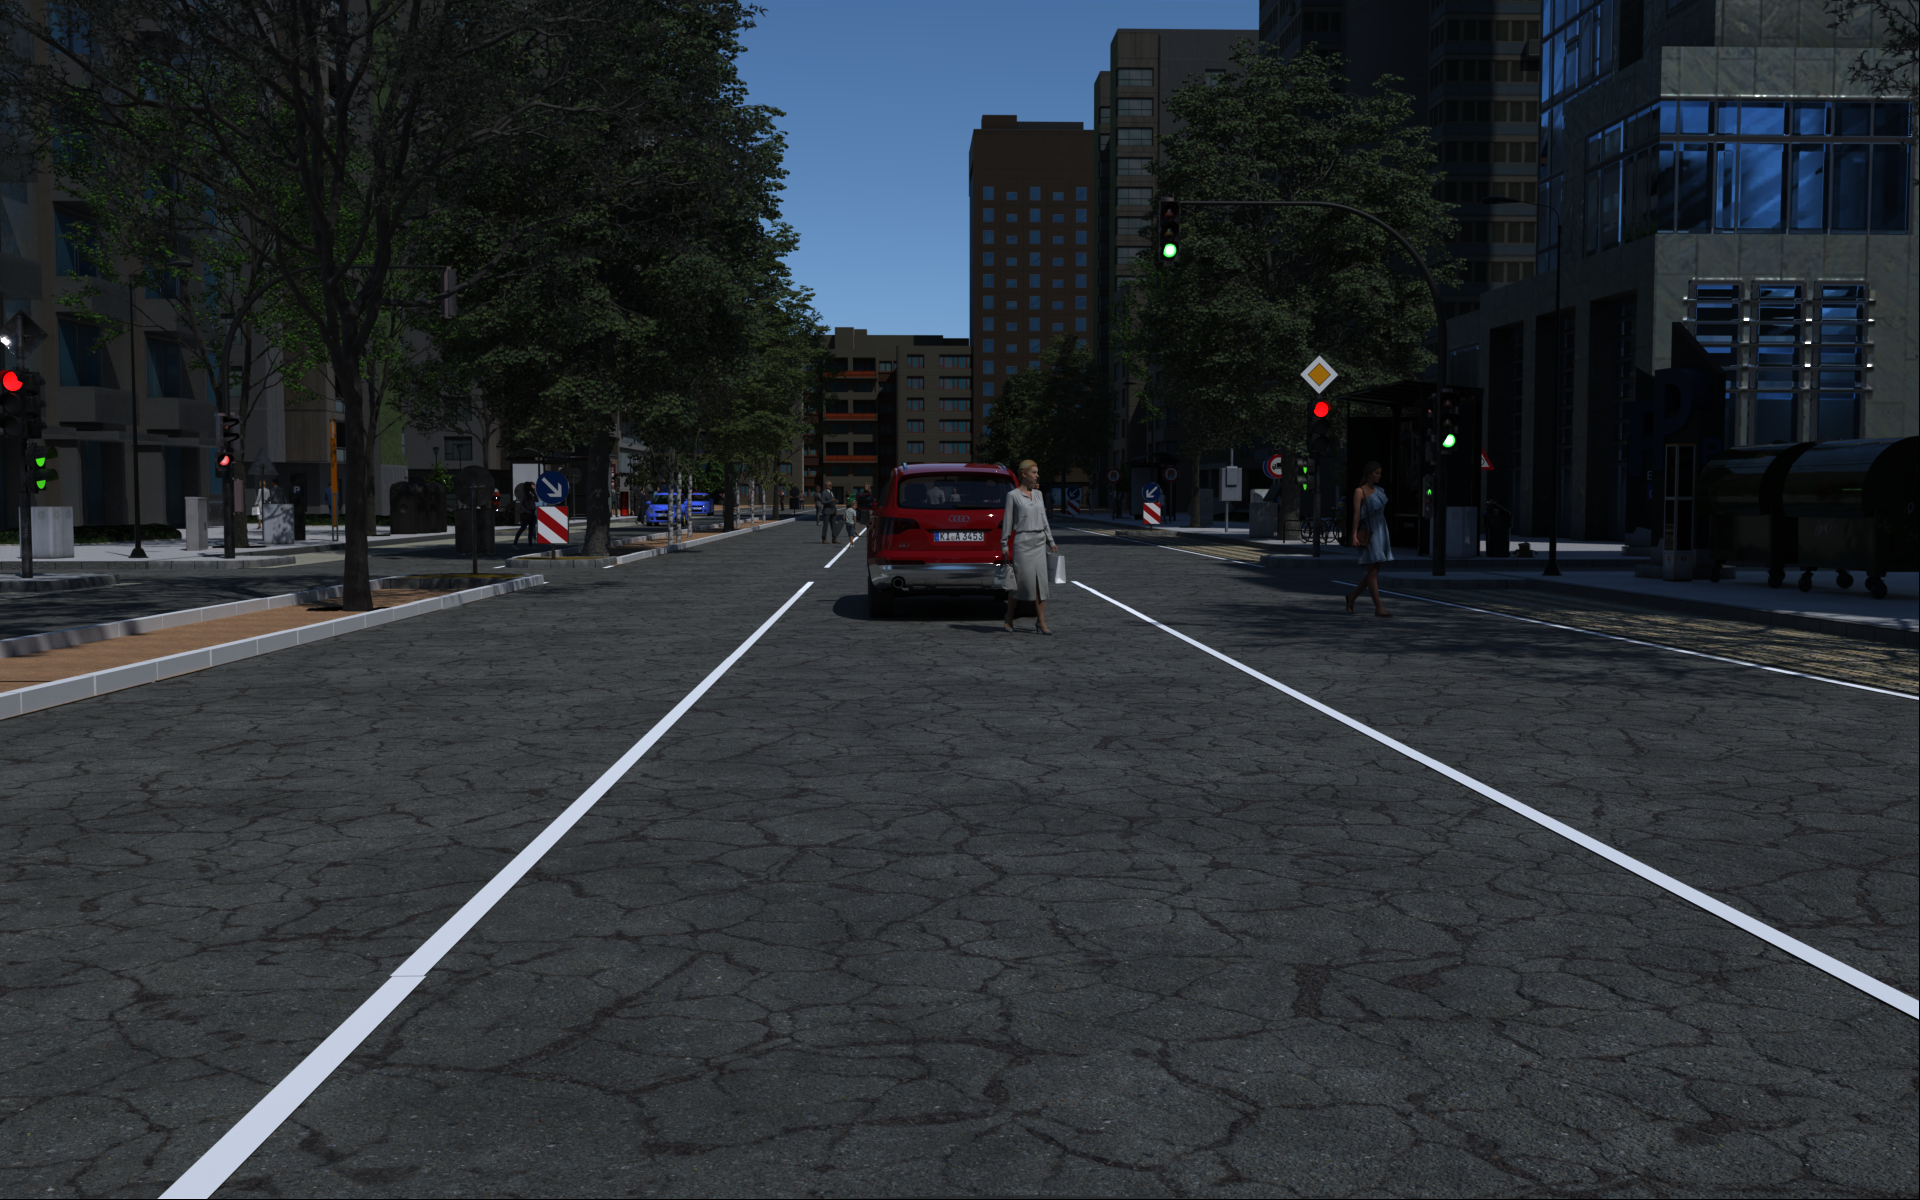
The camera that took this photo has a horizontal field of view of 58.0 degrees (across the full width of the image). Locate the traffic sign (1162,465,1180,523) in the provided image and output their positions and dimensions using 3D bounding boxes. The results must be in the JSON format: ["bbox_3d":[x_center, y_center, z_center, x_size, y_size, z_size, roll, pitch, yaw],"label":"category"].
[{"bbox_3d":[9.410,-4.719,77.254,0.768,2.556,0.104,0,4,7],"label":"traffic sign"}]

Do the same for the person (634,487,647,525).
[{"bbox_3d":[-14.903,-4.401,80.870,0.534,1.772,0.576,-2,4,-25],"label":"person"}]

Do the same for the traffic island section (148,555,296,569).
[{"bbox_3d":[-14.560,-0.747,34.493,2.009,0.180,2.903,0,4,-2],"label":"traffic island section"}]

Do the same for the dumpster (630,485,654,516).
[{"bbox_3d":[-18.799,-5.895,102.146,1.264,1.857,1.865,0,4,-2],"label":"dumpster"}]

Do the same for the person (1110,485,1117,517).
[{"bbox_3d":[8.707,-5.588,97.508,0.679,1.850,0.850,3,5,40],"label":"person"}]

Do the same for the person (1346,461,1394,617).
[{"bbox_3d":[4.766,-0.716,20.307,0.616,1.811,0.778,-2,4,-32],"label":"person"}]

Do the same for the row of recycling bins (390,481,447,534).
[{"bbox_3d":[-17.710,-3.041,56.831,1.069,1.692,3.534,0,4,3],"label":"row of recycling bins"}]

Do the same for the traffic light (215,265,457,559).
[{"bbox_3d":[-12.432,-3.657,34.466,4.771,5.953,1.251,0,4,-2],"label":"traffic light"}]

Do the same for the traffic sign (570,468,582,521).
[{"bbox_3d":[-18.605,-5.097,83.443,0.768,2.556,0.104,0,4,5],"label":"traffic sign"}]

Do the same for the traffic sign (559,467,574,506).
[{"bbox_3d":[-18.662,-5.008,81.979,0.768,2.556,0.104,0,4,5],"label":"traffic sign"}]

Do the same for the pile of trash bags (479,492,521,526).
[{"bbox_3d":[-18.744,-3.709,70.401,1.912,1.369,3.447,-1,4,-21],"label":"pile of trash bags"}]

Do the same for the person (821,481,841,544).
[{"bbox_3d":[-3.711,-2.525,49.956,0.590,1.801,0.661,2,4,32],"label":"person"}]

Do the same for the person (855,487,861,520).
[{"bbox_3d":[-5.494,-5.301,95.368,0.583,1.804,0.606,-1,4,-15],"label":"person"}]

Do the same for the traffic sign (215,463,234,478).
[{"bbox_3d":[-19.112,-2.633,45.179,0.606,2.300,0.079,0,4,-1],"label":"traffic sign"}]

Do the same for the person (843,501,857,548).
[{"bbox_3d":[-2.922,-2.024,46.270,0.352,1.250,0.332,-2,4,-29],"label":"person"}]

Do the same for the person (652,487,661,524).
[{"bbox_3d":[-14.791,-4.608,83.861,0.620,1.820,0.660,-1,4,-8],"label":"person"}]

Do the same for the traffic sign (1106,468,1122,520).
[{"bbox_3d":[7.497,-5.164,84.536,0.768,2.556,0.104,0,4,6],"label":"traffic sign"}]

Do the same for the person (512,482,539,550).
[{"bbox_3d":[-11.132,-2.155,44.329,0.643,1.750,0.593,1,4,17],"label":"person"}]

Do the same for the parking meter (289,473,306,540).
[{"bbox_3d":[-18.377,-2.587,48.007,0.399,1.863,0.255,-1,4,-16],"label":"parking meter"}]

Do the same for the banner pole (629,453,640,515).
[{"bbox_3d":[-19.994,-7.113,106.308,0.863,3.779,0.401,-2,4,-29],"label":"banner pole"}]

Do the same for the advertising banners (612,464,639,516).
[{"bbox_3d":[-19.331,-6.343,99.899,2.074,3.025,0.090,-1,4,-14],"label":"advertising banners"}]

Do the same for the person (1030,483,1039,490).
[{"bbox_3d":[2.469,-3.046,58.284,0.573,1.828,0.580,1,4,20],"label":"person"}]

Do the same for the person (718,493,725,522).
[{"bbox_3d":[-12.098,-4.898,88.933,0.716,1.782,0.532,1,4,14],"label":"person"}]

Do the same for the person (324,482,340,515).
[{"bbox_3d":[-26.063,-4.023,72.009,0.721,1.800,0.419,-1,4,-11],"label":"person"}]

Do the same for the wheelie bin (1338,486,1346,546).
[{"bbox_3d":[9.830,-2.134,42.806,0.980,1.594,0.693,-2,4,-32],"label":"wheelie bin"}]

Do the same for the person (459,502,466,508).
[{"bbox_3d":[-27.039,-5.369,94.104,0.520,1.790,0.573,-3,5,-41],"label":"person"}]

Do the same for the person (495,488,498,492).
[{"bbox_3d":[-23.924,-5.066,88.725,0.661,1.843,0.795,-2,4,-23],"label":"person"}]

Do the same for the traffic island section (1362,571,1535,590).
[{"bbox_3d":[7.540,-0.304,27.246,2.009,0.180,2.903,0,4,-2],"label":"traffic island section"}]

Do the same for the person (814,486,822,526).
[{"bbox_3d":[-6.309,-4.231,77.958,0.520,1.790,0.573,3,4,37],"label":"person"}]

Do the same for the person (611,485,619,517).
[{"bbox_3d":[-19.195,-5.492,96.015,0.661,1.801,0.590,-2,4,-35],"label":"person"}]

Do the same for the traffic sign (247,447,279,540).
[{"bbox_3d":[-19.378,-2.943,48.125,0.884,2.594,0.081,0,4,0],"label":"traffic sign"}]

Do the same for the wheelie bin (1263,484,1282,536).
[{"bbox_3d":[9.674,-2.749,52.852,0.693,1.594,0.980,-1,4,-20],"label":"wheelie bin"}]

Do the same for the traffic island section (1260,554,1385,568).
[{"bbox_3d":[7.269,-0.792,35.227,2.009,0.180,2.903,0,4,-2],"label":"traffic island section"}]

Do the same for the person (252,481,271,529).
[{"bbox_3d":[-25.259,-3.448,62.765,0.624,1.780,0.694,3,5,43],"label":"person"}]

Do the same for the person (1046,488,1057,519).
[{"bbox_3d":[5.223,-5.500,98.786,0.532,1.782,0.716,-3,4,-38],"label":"person"}]

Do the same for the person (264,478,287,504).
[{"bbox_3d":[-22.360,-3.082,56.705,0.850,1.792,0.678,1,4,18],"label":"person"}]

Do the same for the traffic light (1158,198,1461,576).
[{"bbox_3d":[5.412,-3.196,26.919,4.771,5.953,1.251,0,4,-2],"label":"traffic light"}]

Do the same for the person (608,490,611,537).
[{"bbox_3d":[-11.926,-3.065,57.967,0.474,1.900,0.648,-1,4,-12],"label":"person"}]

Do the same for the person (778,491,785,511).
[{"bbox_3d":[-15.294,-8.474,147.855,0.742,1.727,0.445,1,4,20],"label":"person"}]

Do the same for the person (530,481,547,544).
[{"bbox_3d":[-12.093,-2.498,49.602,0.793,1.790,0.793,-3,5,-42],"label":"person"}]

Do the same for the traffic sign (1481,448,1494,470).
[{"bbox_3d":[11.361,-2.345,38.345,0.884,2.594,0.081,0,4,3],"label":"traffic sign"}]

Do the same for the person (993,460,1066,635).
[{"bbox_3d":[0.704,-0.547,17.800,0.694,1.780,0.624,-1,4,-18],"label":"person"}]

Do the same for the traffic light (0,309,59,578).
[{"bbox_3d":[-14.249,-2.291,26.379,0.839,4.253,0.868,0,4,-2],"label":"traffic light"}]

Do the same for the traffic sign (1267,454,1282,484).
[{"bbox_3d":[10.115,-3.355,54.959,0.768,2.556,0.104,0,4,4],"label":"traffic sign"}]

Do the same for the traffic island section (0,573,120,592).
[{"bbox_3d":[-14.289,-0.259,26.513,2.009,0.180,2.903,0,4,-2],"label":"traffic island section"}]

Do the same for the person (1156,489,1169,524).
[{"bbox_3d":[8.750,-4.051,74.875,0.503,1.515,0.523,-3,5,-41],"label":"person"}]

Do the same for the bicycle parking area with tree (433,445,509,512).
[{"bbox_3d":[-30.490,-7.141,103.758,9.016,4.147,8.231,-1,4,-18],"label":"bicycle parking area with tree"}]

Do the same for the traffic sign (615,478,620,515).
[{"bbox_3d":[-21.293,-6.414,106.998,0.606,2.300,0.079,0,4,7],"label":"traffic sign"}]

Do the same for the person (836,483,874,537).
[{"bbox_3d":[-3.519,-3.005,57.849,1.509,1.804,0.699,-1,4,-8],"label":"person"}]

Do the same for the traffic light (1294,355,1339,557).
[{"bbox_3d":[7.229,-2.825,35.112,0.839,4.253,0.868,0,4,-2],"label":"traffic light"}]

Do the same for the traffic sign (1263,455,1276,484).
[{"bbox_3d":[10.272,-3.457,56.626,0.768,2.556,0.104,0,4,1],"label":"traffic sign"}]
